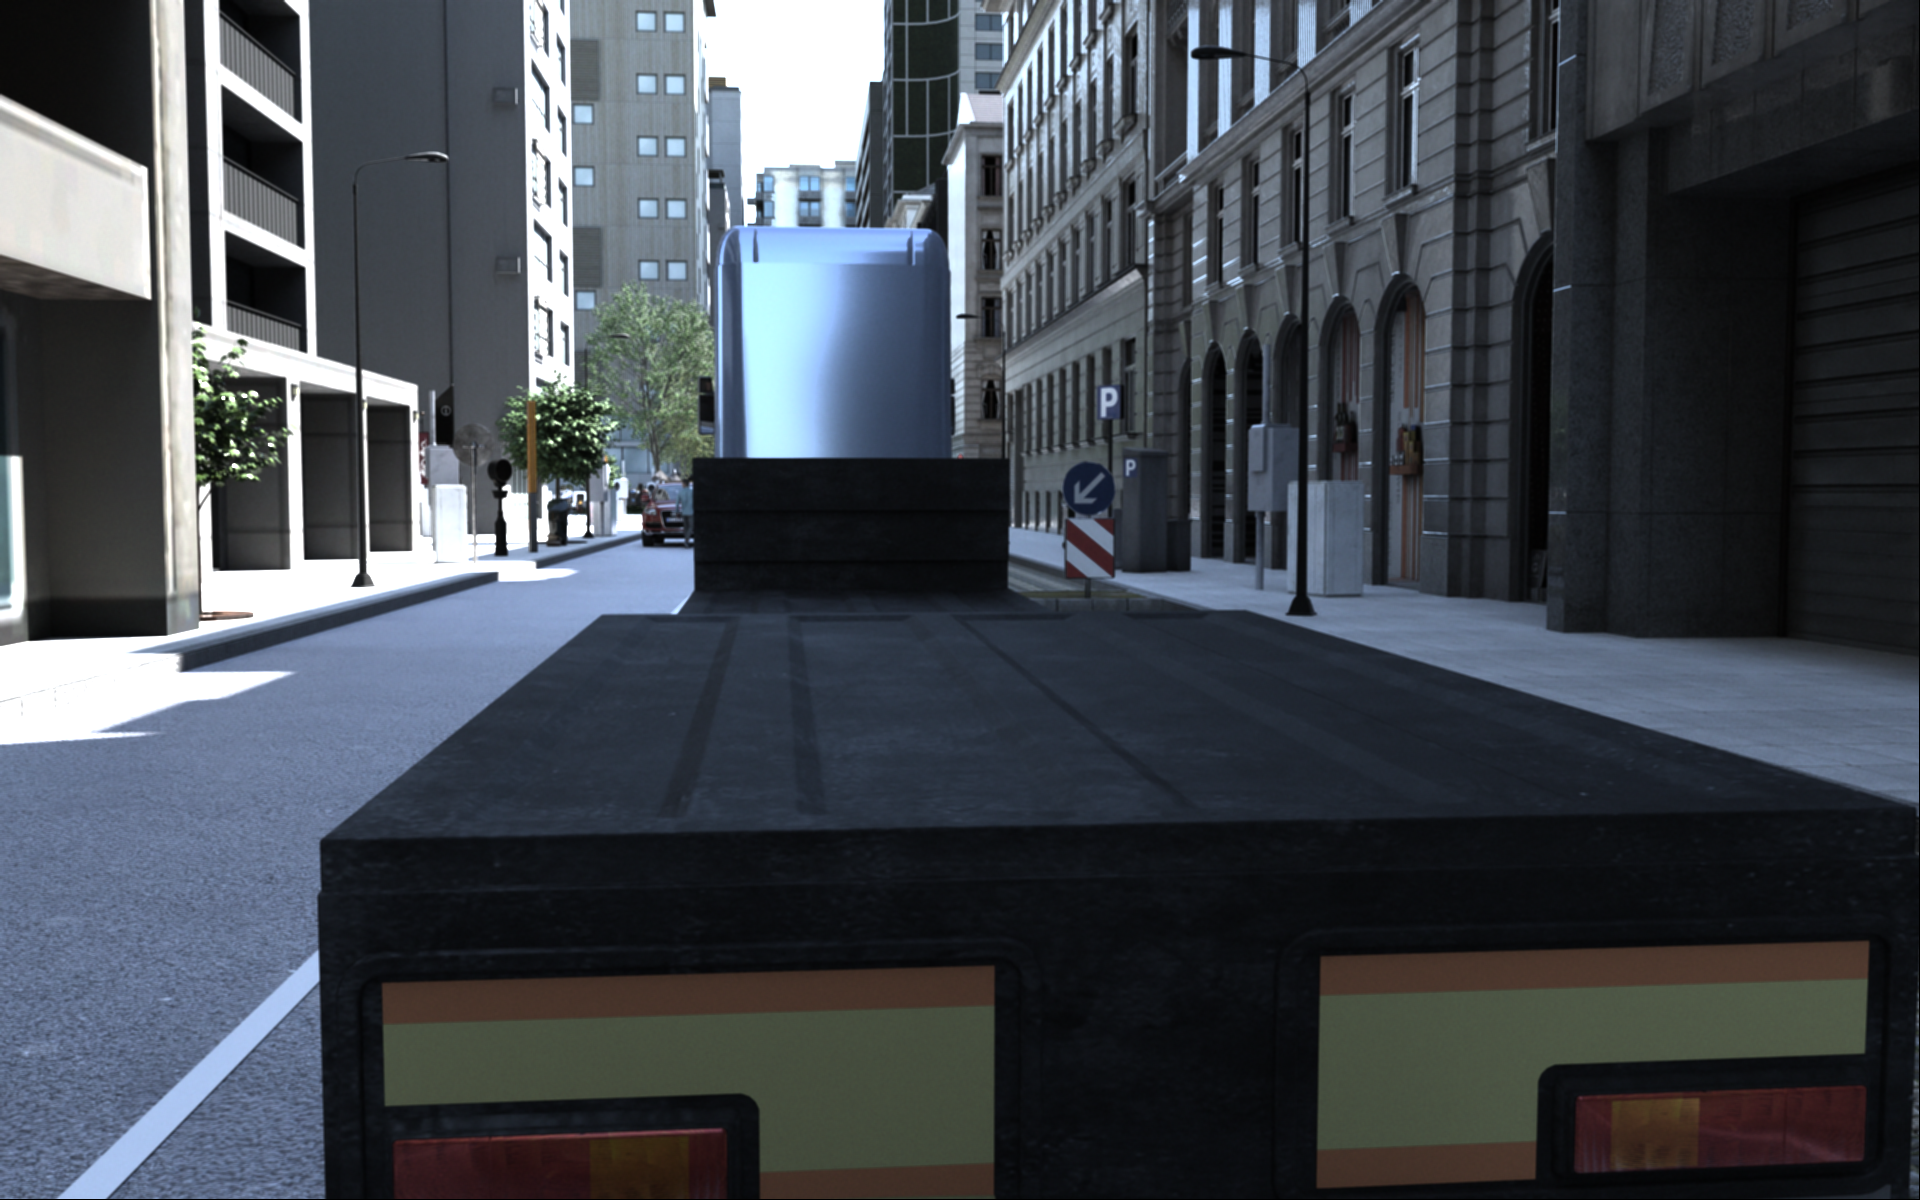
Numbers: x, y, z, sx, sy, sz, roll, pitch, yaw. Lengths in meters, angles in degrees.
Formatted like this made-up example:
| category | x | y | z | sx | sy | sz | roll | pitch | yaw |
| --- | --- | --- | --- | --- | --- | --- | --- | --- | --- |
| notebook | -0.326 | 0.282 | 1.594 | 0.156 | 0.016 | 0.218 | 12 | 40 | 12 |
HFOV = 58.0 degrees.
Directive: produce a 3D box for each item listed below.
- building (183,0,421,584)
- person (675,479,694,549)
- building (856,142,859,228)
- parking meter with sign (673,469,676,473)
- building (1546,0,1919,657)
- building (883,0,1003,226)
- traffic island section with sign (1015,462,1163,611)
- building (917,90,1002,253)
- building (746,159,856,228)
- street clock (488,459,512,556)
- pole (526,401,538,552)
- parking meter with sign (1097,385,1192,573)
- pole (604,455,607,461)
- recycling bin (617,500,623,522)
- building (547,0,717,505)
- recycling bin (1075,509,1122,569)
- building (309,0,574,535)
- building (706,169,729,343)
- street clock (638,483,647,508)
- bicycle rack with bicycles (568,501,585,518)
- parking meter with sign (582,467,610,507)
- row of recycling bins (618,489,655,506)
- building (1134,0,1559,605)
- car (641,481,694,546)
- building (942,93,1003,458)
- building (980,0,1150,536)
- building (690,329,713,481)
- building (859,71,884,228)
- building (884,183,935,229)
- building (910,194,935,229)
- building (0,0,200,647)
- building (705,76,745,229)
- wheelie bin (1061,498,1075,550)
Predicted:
| category | x | y | z | sx | sy | sz | roll | pitch | yaw |
| --- | --- | --- | --- | --- | --- | --- | --- | --- | --- |
| building | -21.924 | -36.286 | 31.528 | 20.563 | 71.187 | 20.611 | 0 | 4 | -5 |
| person | -7.238 | -2.286 | 45.739 | 0.638 | 1.841 | 0.748 | 1 | 4 | 18 |
| building | -2.030 | -36.339 | 217.845 | 21.300 | 48.544 | 21.600 | 0 | 4 | -5 |
| parking meter with sign | -19.099 | -7.625 | 120.925 | 1.738 | 3.016 | 0.543 | 0 | 4 | -1 |
| building | 12.449 | -11.515 | 6.289 | 12.078 | 24.808 | 19.932 | 0 | 4 | -5 |
| building | 0.823 | -45.027 | 174.448 | 20.563 | 71.187 | 20.611 | 0 | 4 | -5 |
| traffic island section with sign | 1.399 | -0.812 | 21.912 | 1.989 | 1.847 | 2.006 | 0 | 4 | -5 |
| building | 4.131 | -16.768 | 103.833 | 12.332 | 23.373 | 15.834 | 0 | 4 | -5 |
| building | -15.361 | -38.604 | 250.790 | 30.456 | 49.044 | 23.786 | 0 | 4 | -5 |
| street clock | -9.505 | -1.912 | 35.831 | 0.358 | 2.002 | 0.471 | 2 | 4 | 33 |
| pole | -9.400 | -2.703 | 38.040 | 0.158 | 3.312 | 0.155 | 0 | 3 | 0 |
| parking meter with sign | 3.056 | -1.963 | 28.348 | 1.738 | 3.016 | 0.543 | -3 | 4 | -39 |
| pole | -18.707 | -5.967 | 91.407 | 0.158 | 3.312 | 0.155 | 0 | 3 | 0 |
| recycling bin | -15.815 | -4.063 | 78.977 | 0.722 | 1.027 | 0.722 | -2 | 4 | -31 |
| building | -37.910 | -35.201 | 164.771 | 28.713 | 52.752 | 27.495 | 0 | 4 | -5 |
| recycling bin | 2.439 | -1.057 | 29.843 | 0.722 | 1.027 | 0.722 | 2 | 4 | 28 |
| building | -20.958 | -22.983 | 59.366 | 14.086 | 41.232 | 14.154 | 0 | 4 | -5 |
| building | -36.130 | -32.744 | 218.952 | 14.086 | 41.232 | 14.154 | 0 | 4 | -5 |
| street clock | -21.208 | -6.756 | 115.038 | 0.358 | 2.002 | 0.471 | 0 | 4 | 1 |
| bicycle rack with bicycles | -22.157 | -5.003 | 95.176 | 2.852 | 0.926 | 2.925 | -2 | 4 | -32 |
| parking meter with sign | -23.718 | -7.127 | 112.782 | 1.738 | 3.016 | 0.543 | 0 | 4 | 3 |
| row of recycling bins | -24.289 | -7.559 | 130.695 | 3.534 | 1.692 | 1.069 | -1 | 4 | -18 |
| building | 11.227 | -11.415 | 28.443 | 13.314 | 21.916 | 24.055 | 0 | 4 | -5 |
| car | -7.821 | -2.474 | 49.116 | 2.281 | 1.827 | 5.304 | 0 | 4 | -5 |
| building | 8.579 | -14.532 | 86.742 | 18.267 | 20.994 | 9.793 | 0 | 4 | -5 |
| building | 10.244 | -13.588 | 55.446 | 16.112 | 22.955 | 30.059 | 0 | 4 | -5 |
| building | -41.319 | -21.344 | 194.015 | 27.650 | 21.520 | 28.899 | 0 | 4 | -5 |
| building | -0.002 | -35.016 | 196.221 | 21.300 | 48.544 | 21.600 | 0 | 4 | -5 |
| building | 1.034 | -21.786 | 143.588 | 14.401 | 28.519 | 23.554 | 0 | 4 | -5 |
| building | 2.106 | -17.930 | 122.040 | 11.050 | 23.489 | 19.941 | 0 | 4 | -5 |
| building | -16.828 | -23.230 | 3.519 | 21.300 | 48.544 | 21.600 | 0 | 4 | -5 |
| building | -44.715 | -43.090 | 246.512 | 28.212 | 58.520 | 21.231 | 0 | 4 | -5 |
| wheelie bin | 2.671 | -1.915 | 39.217 | 0.693 | 1.594 | 0.980 | -1 | 4 | -9 |
